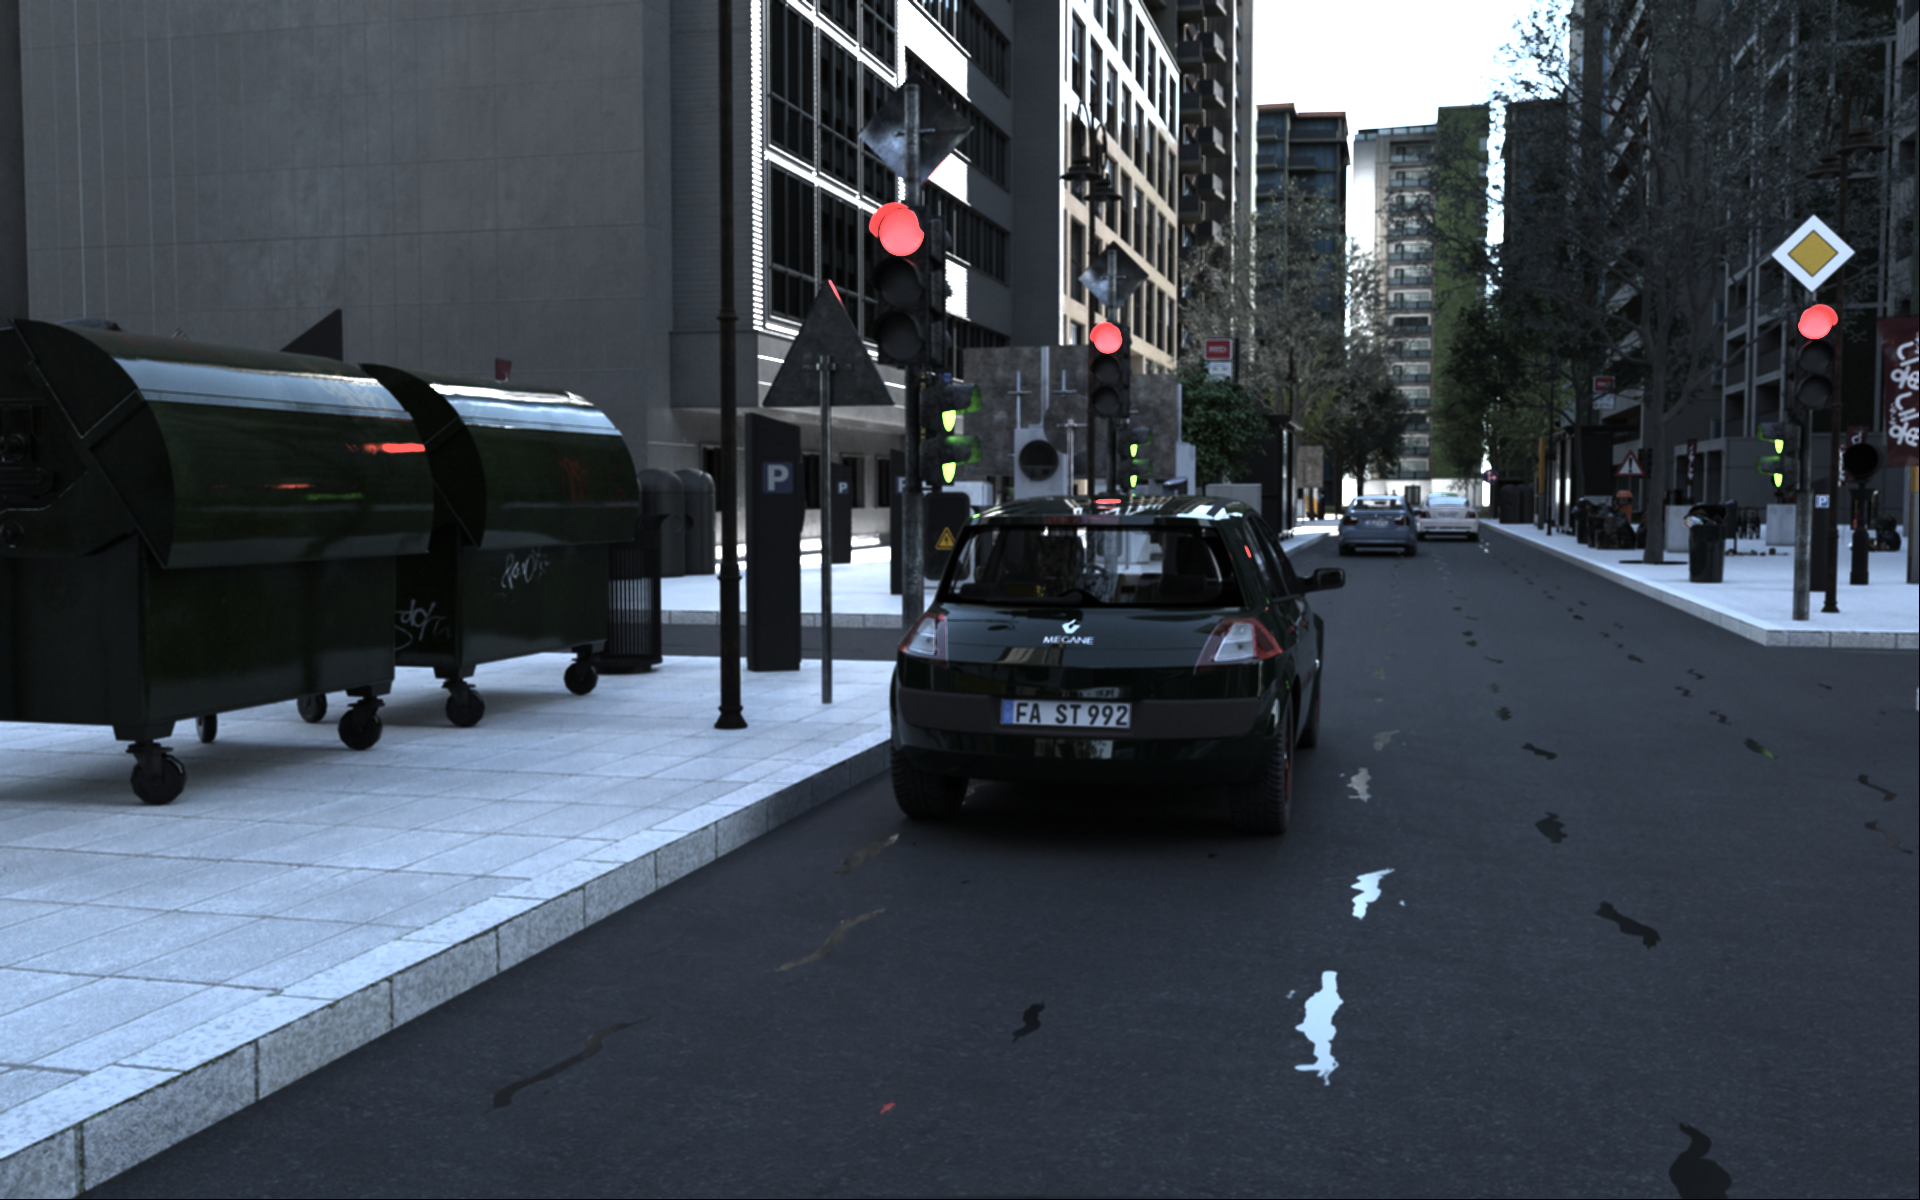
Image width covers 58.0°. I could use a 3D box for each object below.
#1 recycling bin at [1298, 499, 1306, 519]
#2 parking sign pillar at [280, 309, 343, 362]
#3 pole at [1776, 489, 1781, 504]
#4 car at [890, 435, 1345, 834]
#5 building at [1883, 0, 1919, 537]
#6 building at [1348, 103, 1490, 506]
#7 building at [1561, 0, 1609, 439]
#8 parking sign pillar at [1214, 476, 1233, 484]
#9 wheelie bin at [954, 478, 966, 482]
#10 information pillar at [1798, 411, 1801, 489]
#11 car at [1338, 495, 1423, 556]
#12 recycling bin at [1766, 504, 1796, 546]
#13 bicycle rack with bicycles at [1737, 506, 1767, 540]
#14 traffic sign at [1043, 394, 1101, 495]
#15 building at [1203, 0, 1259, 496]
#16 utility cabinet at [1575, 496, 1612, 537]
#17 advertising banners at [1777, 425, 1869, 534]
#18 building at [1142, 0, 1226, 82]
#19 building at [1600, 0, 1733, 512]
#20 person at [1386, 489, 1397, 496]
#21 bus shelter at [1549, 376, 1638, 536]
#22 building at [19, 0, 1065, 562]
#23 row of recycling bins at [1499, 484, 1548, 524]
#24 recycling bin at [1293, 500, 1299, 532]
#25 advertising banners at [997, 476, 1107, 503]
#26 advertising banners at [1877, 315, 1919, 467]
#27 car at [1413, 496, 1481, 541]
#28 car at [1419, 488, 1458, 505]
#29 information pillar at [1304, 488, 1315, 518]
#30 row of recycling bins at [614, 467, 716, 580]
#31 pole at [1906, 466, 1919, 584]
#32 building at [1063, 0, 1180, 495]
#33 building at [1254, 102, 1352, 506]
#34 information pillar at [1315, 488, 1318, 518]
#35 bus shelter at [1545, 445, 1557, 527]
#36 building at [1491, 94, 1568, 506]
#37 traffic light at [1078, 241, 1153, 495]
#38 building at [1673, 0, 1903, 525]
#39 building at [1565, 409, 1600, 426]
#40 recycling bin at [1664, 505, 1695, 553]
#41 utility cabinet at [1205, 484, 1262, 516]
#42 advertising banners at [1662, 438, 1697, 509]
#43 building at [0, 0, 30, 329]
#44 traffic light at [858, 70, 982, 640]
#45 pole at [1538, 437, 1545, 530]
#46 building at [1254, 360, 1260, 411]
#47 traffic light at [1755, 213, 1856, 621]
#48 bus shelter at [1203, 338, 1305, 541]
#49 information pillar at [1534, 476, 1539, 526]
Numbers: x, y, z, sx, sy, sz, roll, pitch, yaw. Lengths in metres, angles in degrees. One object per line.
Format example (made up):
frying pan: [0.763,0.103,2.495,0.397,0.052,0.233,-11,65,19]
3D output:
recycling bin: [17.555,-4.748,90.178,0.722,1.027,0.722,-1,4,-15]
parking sign pillar: [-9.658,-2.265,25.510,1.447,3.967,1.447,0,4,5]
pole: [31.218,-4.415,66.032,0.158,3.312,0.155,0,3,0]
car: [0.919,0.058,8.838,2.009,1.686,4.222,1,4,14]
building: [35.601,-17.101,51.310,14.160,30.474,14.107,1,4,14]
building: [49.117,-30.739,186.174,14.086,41.232,14.154,1,4,14]
building: [58.295,-30.235,144.450,14.600,45.320,14.200,1,4,14]
parking sign pillar: [9.181,-4.260,58.117,1.447,3.967,1.447,1,4,14]
wheelie bin: [-0.235,-1.630,34.558,0.980,1.594,0.693,0,4,-7]
information pillar: [22.294,-3.332,45.833,0.183,3.616,0.504,3,5,43]
car: [10.052,-1.805,41.522,2.014,1.417,4.499,1,4,16]
recycling bin: [20.489,-1.861,42.983,0.722,1.027,0.722,3,5,41]
bicycle rack with bicycles: [22.184,-2.254,50.230,2.852,0.926,2.925,3,5,40]
traffic sign: [1.411,-1.348,22.143,0.768,2.556,0.104,1,4,22]
building: [14.708,-27.354,130.827,14.154,41.232,14.086,1,4,14]
utility cabinet: [19.011,-2.492,51.912,1.020,1.237,0.306,1,4,10]
advertising banners: [22.152,-2.954,44.493,2.074,3.025,0.090,2,4,29]
building: [4.988,-27.877,110.412,22.147,44.769,28.867,1,4,14]
building: [48.183,-28.868,95.688,21.300,48.544,21.600,1,4,14]
person: [27.243,-6.126,109.459,0.742,1.727,0.445,1,4,17]
bus shelter: [20.531,-4.834,56.662,2.179,5.291,8.768,1,4,14]
building: [-6.903,-13.796,44.627,14.314,24.678,30.058,1,4,14]
row of recycling bins: [24.673,-4.181,75.475,3.534,1.692,1.069,-3,5,-44]
recycling bin: [10.870,-2.813,58.554,0.722,1.027,0.722,-1,4,-23]
advertising banners: [1.631,-1.945,27.992,2.074,3.025,0.090,1,4,10]
advertising banners: [9.858,-1.245,16.542,2.074,3.025,0.090,3,5,39]
car: [15.224,-2.557,54.167,2.083,1.381,4.827,1,4,15]
car: [20.922,-4.056,75.104,1.959,1.807,4.718,1,4,16]
information pillar: [18.384,-6.127,91.525,0.504,3.616,0.183,-2,4,-34]
row of recycling bins: [-4.997,-1.187,26.529,1.069,1.692,3.534,2,4,32]
pole: [13.645,-1.884,24.654,0.158,3.312,0.155,0,3,0]
building: [-2.158,-16.652,76.773,19.350,26.468,34.151,1,4,14]
building: [28.967,-33.080,195.475,28.867,44.769,22.147,1,4,14]
information pillar: [18.793,-6.148,91.869,0.504,3.616,0.183,3,4,38]
bus shelter: [23.199,-4.385,65.617,2.014,3.302,5.546,1,4,15]
building: [70.975,-32.428,184.814,28.867,44.769,22.147,1,4,14]
traffic light: [1.703,-1.856,19.270,0.839,4.253,0.868,1,4,14]
building: [43.819,-38.889,74.092,20.563,71.187,20.611,1,4,14]
building: [55.909,-49.390,120.201,22.319,86.520,31.000,1,4,14]
recycling bin: [15.956,-1.567,38.179,0.722,1.027,0.722,1,4,16]
utility cabinet: [5.932,-1.771,37.643,1.173,1.500,0.318,2,4,26]
advertising banners: [22.949,-3.620,55.372,0.090,3.025,2.074,0,4,-7]
building: [-26.725,-10.672,39.114,19.286,19.102,10.561,1,4,14]
traffic light: [-0.298,-1.383,11.538,0.839,4.253,0.868,1,4,14]
pole: [20.921,-4.187,62.300,0.158,3.312,0.155,0,3,0]
building: [11.813,-51.340,152.084,31.000,86.520,22.319,1,4,14]
traffic light: [8.543,-1.749,17.522,0.839,4.253,0.868,1,4,14]
bus shelter: [7.999,-4.248,47.082,2.179,5.291,8.768,1,4,15]
information pillar: [23.392,-4.009,70.045,0.304,2.012,0.304,1,4,10]
